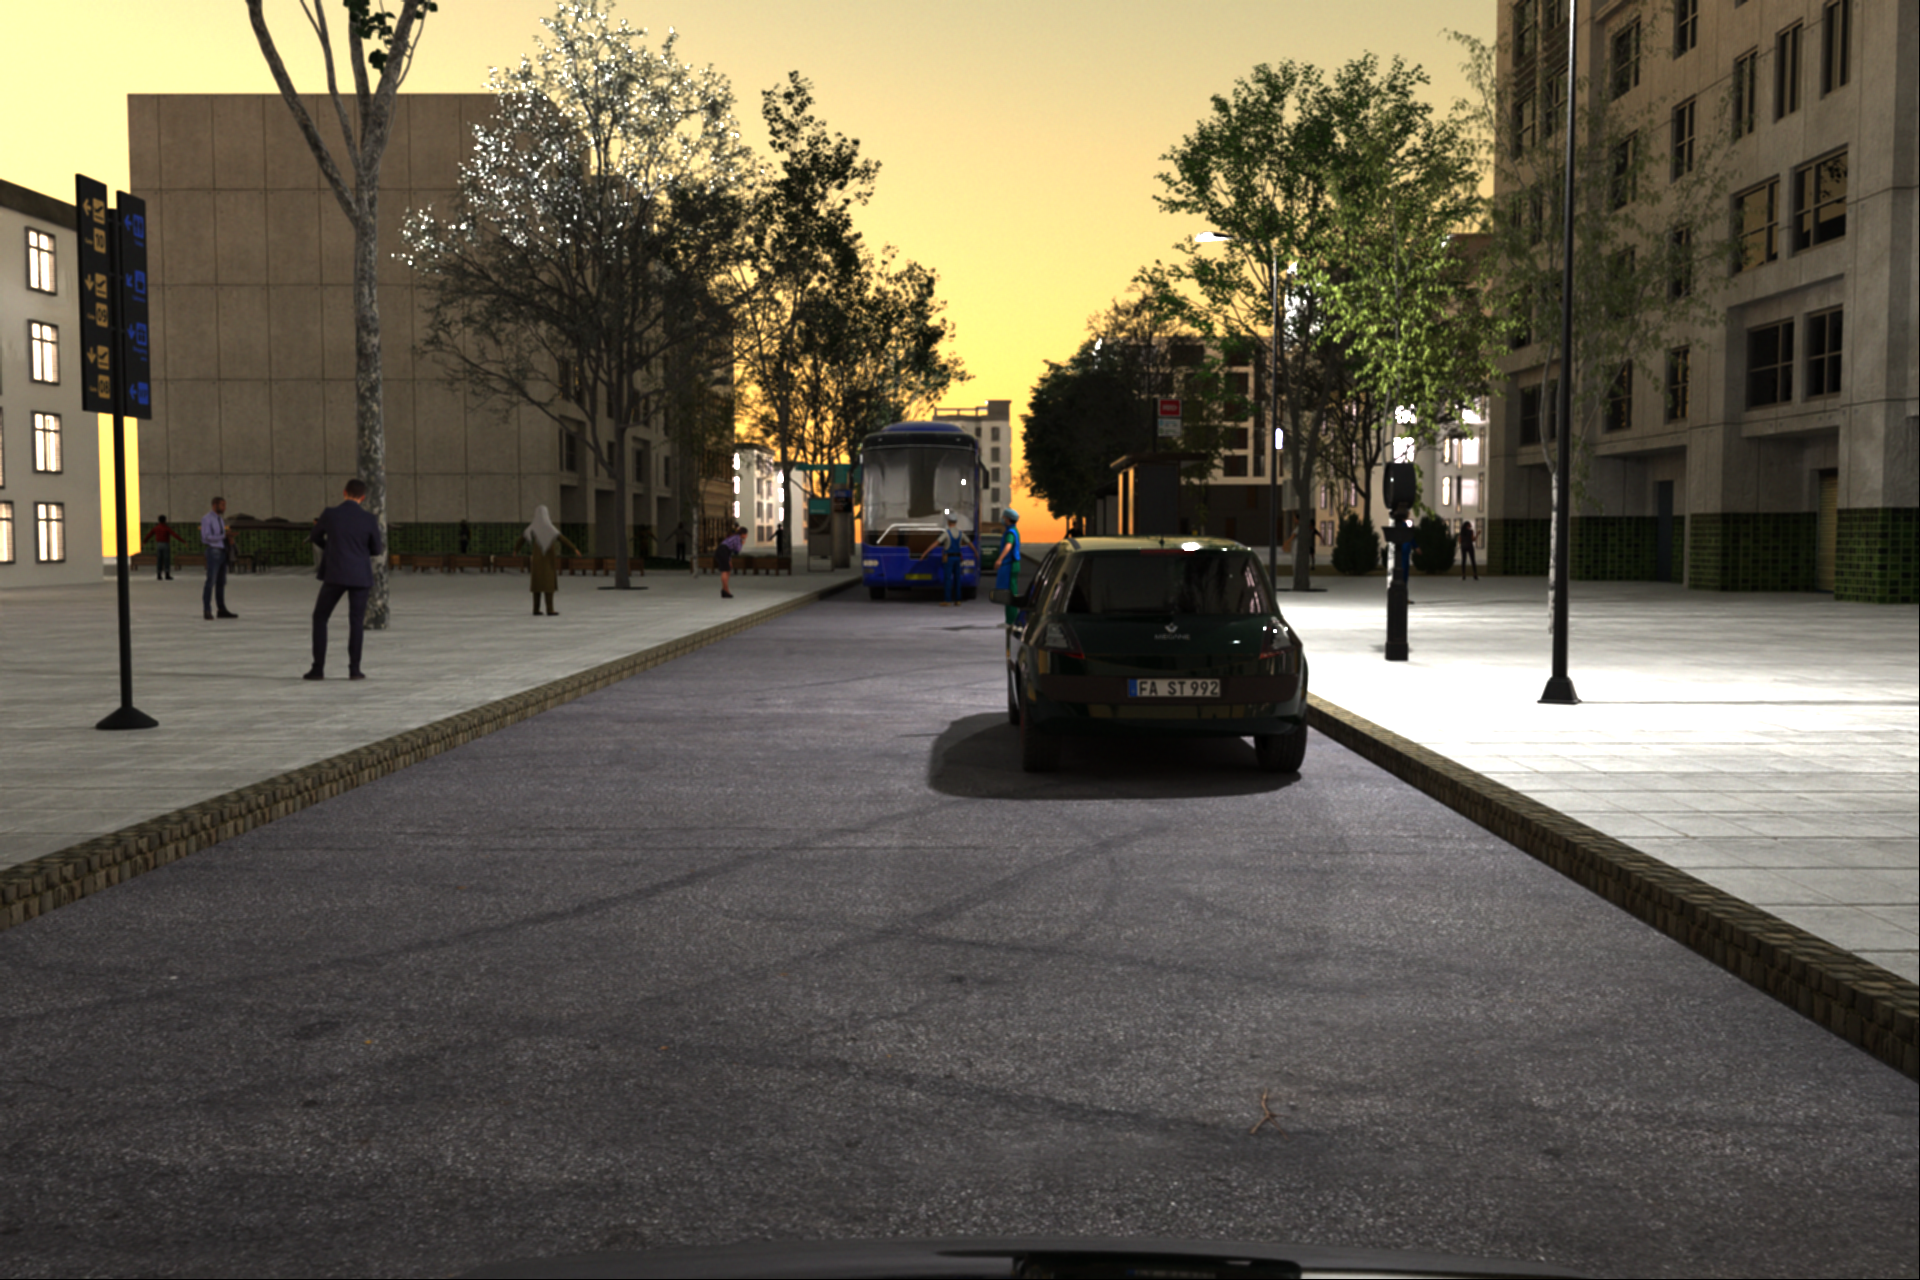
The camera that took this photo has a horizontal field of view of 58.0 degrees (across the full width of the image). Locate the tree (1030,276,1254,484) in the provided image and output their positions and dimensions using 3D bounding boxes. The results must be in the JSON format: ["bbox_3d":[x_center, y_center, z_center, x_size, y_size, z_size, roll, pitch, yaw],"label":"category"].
[{"bbox_3d":[8.557,-10.443,81.117,12.009,13.543,11.850,0,3,0],"label":"tree"}]

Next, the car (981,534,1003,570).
[{"bbox_3d":[0.920,-3.025,61.249,2.131,1.459,4.920,0,4,0],"label":"car"}]

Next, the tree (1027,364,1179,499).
[{"bbox_3d":[8.118,-9.791,94.493,8.767,10.594,7.601,0,4,-7],"label":"tree"}]

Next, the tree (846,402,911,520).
[{"bbox_3d":[-6.426,-13.928,145.846,7.486,12.596,7.792,0,3,0],"label":"tree"}]

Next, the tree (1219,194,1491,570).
[{"bbox_3d":[14.501,-9.262,61.803,12.009,13.543,11.850,0,3,0],"label":"tree"}]

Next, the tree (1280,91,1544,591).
[{"bbox_3d":[7.696,-4.849,29.637,4.737,8.622,4.395,0,3,0],"label":"tree"}]

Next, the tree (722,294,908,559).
[{"bbox_3d":[-7.166,-10.937,89.184,12.009,13.543,11.850,0,3,0],"label":"tree"}]

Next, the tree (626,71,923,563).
[{"bbox_3d":[-8.058,-13.315,73.586,12.611,20.169,13.585,0,3,0],"label":"tree"}]

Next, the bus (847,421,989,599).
[{"bbox_3d":[-0.753,-3.040,41.249,2.896,3.916,12.251,0,4,1],"label":"bus"}]

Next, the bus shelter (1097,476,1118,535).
[{"bbox_3d":[5.743,-3.875,57.277,2.014,3.302,5.546,0,3,0],"label":"bus shelter"}]

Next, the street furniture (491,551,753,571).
[{"bbox_3d":[-12.173,-2.927,63.483,10.072,0.657,5.734,1,4,17],"label":"street furniture"}]

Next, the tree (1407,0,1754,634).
[{"bbox_3d":[7.442,-4.391,22.147,4.360,8.622,3.978,0,3,0],"label":"tree"}]

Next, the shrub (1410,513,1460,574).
[{"bbox_3d":[15.086,-3.109,55.254,1.690,2.028,1.600,0,3,0],"label":"shrub"}]

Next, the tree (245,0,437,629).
[{"bbox_3d":[-9.411,-10.211,22.841,12.611,20.169,13.585,0,3,0],"label":"tree"}]

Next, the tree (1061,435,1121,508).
[{"bbox_3d":[8.073,-9.271,101.950,4.737,8.622,4.395,0,3,0],"label":"tree"}]

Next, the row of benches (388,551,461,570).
[{"bbox_3d":[-19.770,-2.864,62.297,1.422,0.672,4.104,3,5,42],"label":"row of benches"}]

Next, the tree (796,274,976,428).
[{"bbox_3d":[-4.618,-16.445,124.766,12.611,20.169,13.585,0,3,0],"label":"tree"}]

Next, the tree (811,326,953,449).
[{"bbox_3d":[-7.561,-18.496,158.298,12.611,20.169,13.585,0,3,0],"label":"tree"}]

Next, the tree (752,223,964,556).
[{"bbox_3d":[-6.084,-15.182,104.117,12.611,20.169,13.585,0,3,0],"label":"tree"}]

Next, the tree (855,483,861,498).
[{"bbox_3d":[-6.281,-11.425,137.168,4.737,8.622,4.395,0,3,0],"label":"tree"}]

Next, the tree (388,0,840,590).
[{"bbox_3d":[-7.984,-7.916,39.804,12.009,13.543,11.850,0,3,0],"label":"tree"}]

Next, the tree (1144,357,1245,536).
[{"bbox_3d":[9.783,-7.391,71.209,4.737,8.622,4.395,0,3,0],"label":"tree"}]

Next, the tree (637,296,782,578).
[{"bbox_3d":[-7.868,-6.086,49.871,4.360,8.622,3.978,0,3,0],"label":"tree"}]

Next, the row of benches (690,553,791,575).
[{"bbox_3d":[-7.063,-2.426,55.121,4.104,0.672,1.422,3,4,39],"label":"row of benches"}]

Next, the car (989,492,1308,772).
[{"bbox_3d":[1.213,-0.125,11.834,2.009,1.686,4.222,0,3,0],"label":"car"}]

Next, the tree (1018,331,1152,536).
[{"bbox_3d":[8.161,-12.461,110.396,9.857,13.997,8.962,0,3,0],"label":"tree"}]

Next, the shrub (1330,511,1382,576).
[{"bbox_3d":[12.211,-2.999,53.454,1.690,2.028,1.600,0,3,0],"label":"shrub"}]

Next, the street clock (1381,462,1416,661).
[{"bbox_3d":[4.434,-0.793,17.528,0.358,2.002,0.471,0,4,0],"label":"street clock"}]

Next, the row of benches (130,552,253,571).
[{"bbox_3d":[-27.264,-2.805,61.324,4.104,0.672,1.422,-1,4,-12],"label":"row of benches"}]

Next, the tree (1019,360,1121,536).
[{"bbox_3d":[8.790,-13.386,125.513,9.857,13.997,8.962,0,3,0],"label":"tree"}]

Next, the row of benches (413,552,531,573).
[{"bbox_3d":[-16.397,-2.594,57.878,4.104,0.672,1.422,1,4,11],"label":"row of benches"}]

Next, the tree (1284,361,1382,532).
[{"bbox_3d":[15.865,-7.375,70.941,4.360,8.622,3.978,0,3,0],"label":"tree"}]

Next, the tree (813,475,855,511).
[{"bbox_3d":[-18.384,-19.038,245.688,7.601,10.594,8.767,-1,4,-9],"label":"tree"}]

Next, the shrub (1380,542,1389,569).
[{"bbox_3d":[15.670,-3.149,62.599,1.383,1.207,1.383,0,3,0],"label":"shrub"}]

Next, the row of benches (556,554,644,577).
[{"bbox_3d":[-11.516,-2.325,53.477,4.104,0.672,1.422,2,4,32],"label":"row of benches"}]

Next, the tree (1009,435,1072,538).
[{"bbox_3d":[9.634,-14.854,153.229,12.009,13.543,11.850,0,3,0],"label":"tree"}]

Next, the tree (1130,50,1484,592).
[{"bbox_3d":[7.643,-6.887,38.362,9.928,11.665,9.643,0,3,0],"label":"tree"}]

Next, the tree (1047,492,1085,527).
[{"bbox_3d":[8.903,-11.401,136.762,4.737,8.622,4.395,0,3,0],"label":"tree"}]
